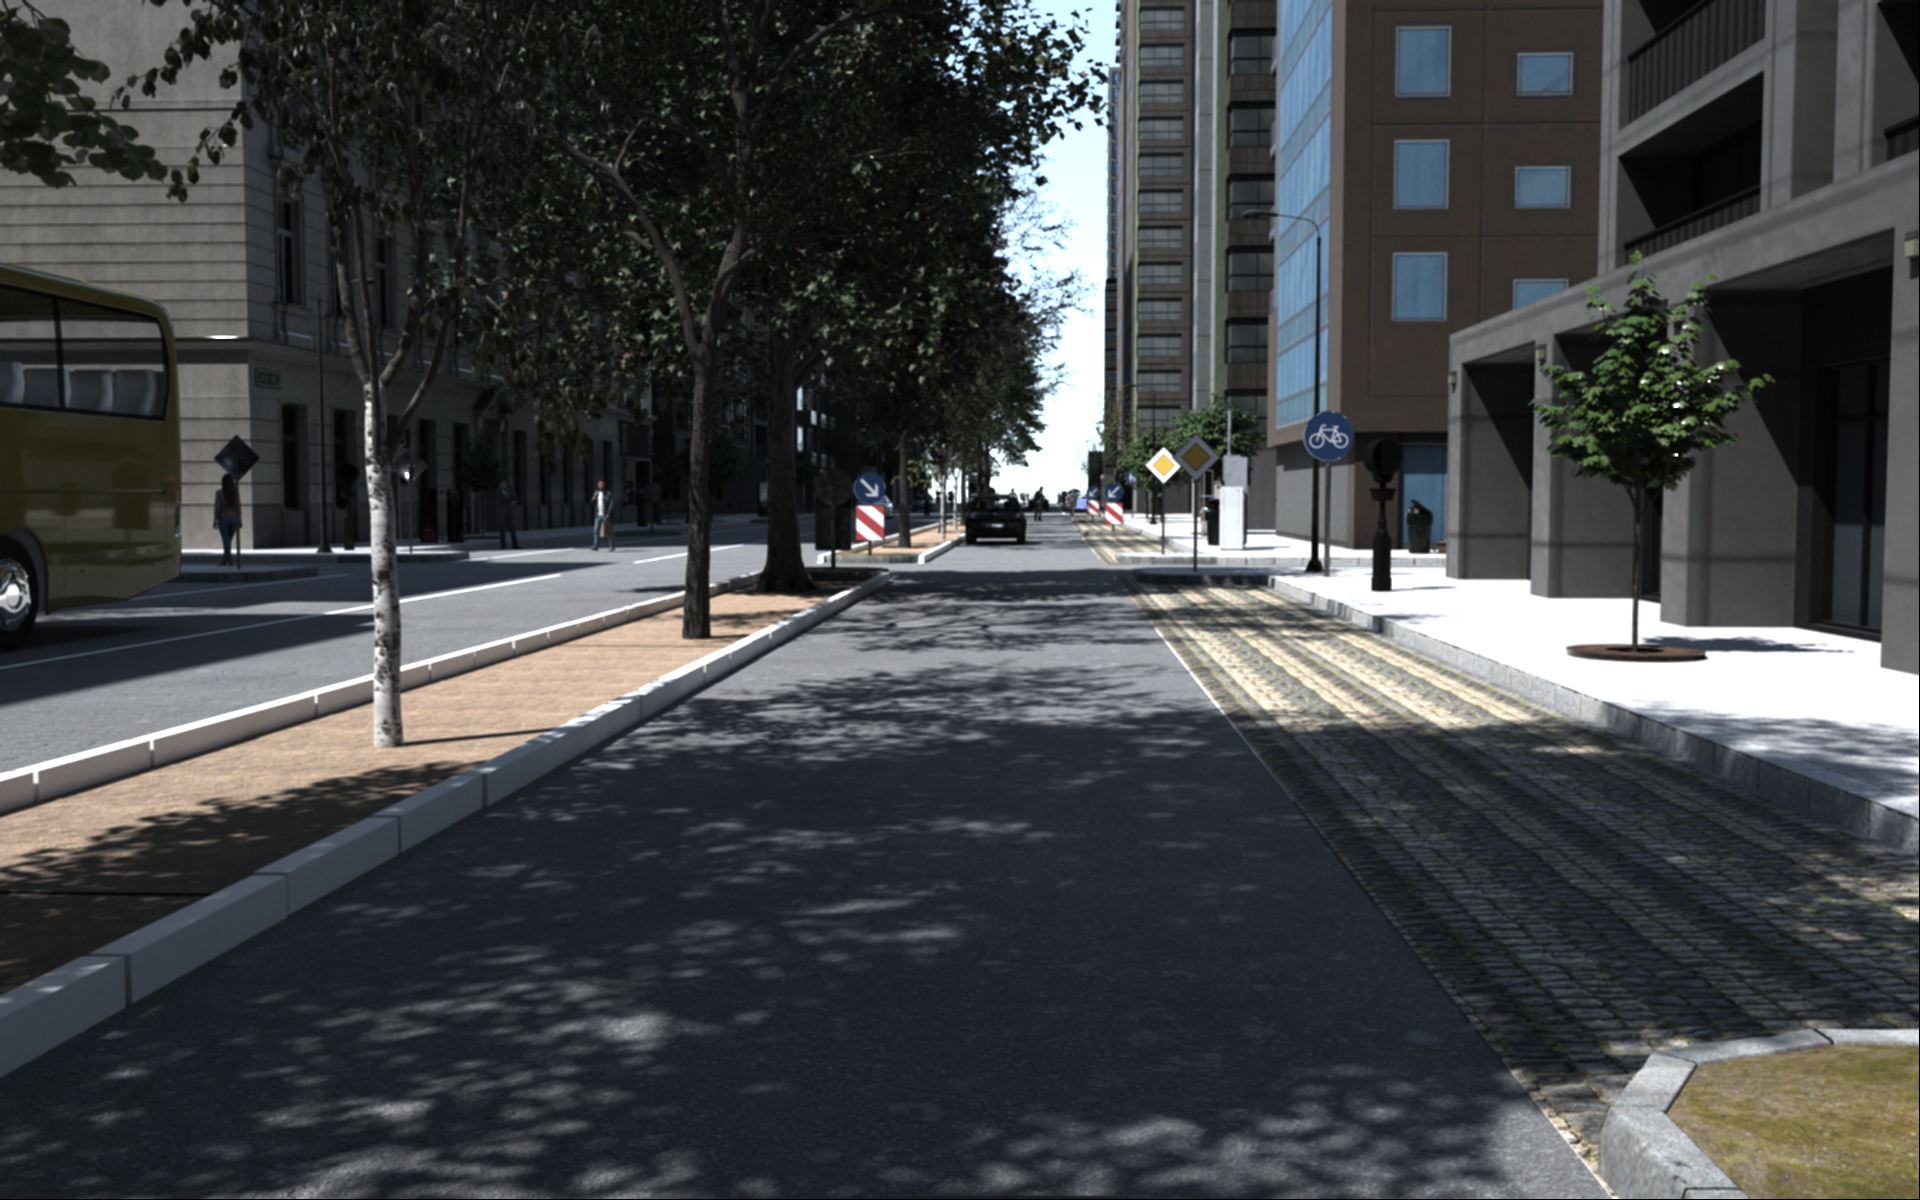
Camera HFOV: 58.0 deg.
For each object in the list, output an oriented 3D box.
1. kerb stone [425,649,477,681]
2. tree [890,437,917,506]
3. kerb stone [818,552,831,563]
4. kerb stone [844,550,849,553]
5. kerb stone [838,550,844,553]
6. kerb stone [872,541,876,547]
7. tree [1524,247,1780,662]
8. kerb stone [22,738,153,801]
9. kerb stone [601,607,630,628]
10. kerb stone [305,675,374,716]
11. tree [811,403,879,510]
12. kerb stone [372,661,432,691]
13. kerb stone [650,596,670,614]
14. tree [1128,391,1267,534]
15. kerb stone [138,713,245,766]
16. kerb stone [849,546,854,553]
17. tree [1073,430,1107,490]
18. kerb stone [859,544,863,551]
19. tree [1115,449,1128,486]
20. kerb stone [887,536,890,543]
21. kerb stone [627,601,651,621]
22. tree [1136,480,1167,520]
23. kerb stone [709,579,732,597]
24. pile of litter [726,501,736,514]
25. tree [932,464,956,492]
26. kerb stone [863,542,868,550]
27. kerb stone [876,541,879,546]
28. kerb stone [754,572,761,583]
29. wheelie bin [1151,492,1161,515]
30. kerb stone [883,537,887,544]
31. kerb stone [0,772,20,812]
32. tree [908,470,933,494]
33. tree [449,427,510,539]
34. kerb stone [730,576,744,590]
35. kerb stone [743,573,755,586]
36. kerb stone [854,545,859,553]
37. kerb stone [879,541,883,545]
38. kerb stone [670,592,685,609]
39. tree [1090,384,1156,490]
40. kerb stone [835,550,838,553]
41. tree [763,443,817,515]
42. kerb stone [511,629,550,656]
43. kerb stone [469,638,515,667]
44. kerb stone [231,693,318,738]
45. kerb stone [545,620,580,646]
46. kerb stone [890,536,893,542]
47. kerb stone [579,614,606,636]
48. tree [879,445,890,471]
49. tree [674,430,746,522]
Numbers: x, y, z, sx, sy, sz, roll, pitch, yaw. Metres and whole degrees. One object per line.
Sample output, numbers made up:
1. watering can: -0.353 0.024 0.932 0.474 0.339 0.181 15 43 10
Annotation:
1. kerb stone: -4.051 0.523 13.646 0.120 0.150 1.000 0 4 3
2. tree: -6.548 -14.351 184.993 4.360 8.622 3.978 0 3 0
3. kerb stone: -2.881 -0.889 36.734 0.120 0.150 1.000 0 4 3
4. kerb stone: -2.722 -1.073 39.805 0.120 0.150 1.000 0 4 3
5. kerb stone: -2.773 -1.011 38.780 0.120 0.150 1.000 0 4 3
6. kerb stone: -2.415 -1.451 45.951 0.120 0.150 1.000 0 4 3
7. tree: 5.343 -1.172 13.760 1.663 3.219 1.824 0 3 0
8. kerb stone: -4.304 0.836 8.526 0.120 0.150 1.000 0 4 3
9. kerb stone: -3.788 0.209 18.783 0.120 0.150 1.000 0 4 3
10. kerb stone: -4.151 0.648 11.599 0.120 0.150 1.000 0 4 3
11. tree: -9.081 -11.051 131.039 4.360 8.622 3.978 0 3 0
12. kerb stone: -4.107 0.586 12.622 0.120 0.150 1.000 0 4 3
13. kerb stone: -3.688 0.085 20.836 0.120 0.150 1.000 0 4 3
14. tree: 8.200 -4.392 55.516 4.285 4.588 4.351 0 3 0
15. kerb stone: -4.247 0.773 9.552 0.120 0.150 1.000 0 4 3
16. kerb stone: -2.678 -1.139 40.826 0.120 0.150 1.000 0 4 3
17. tree: 15.204 -15.201 198.894 4.360 8.622 3.978 0 3 0
18. kerb stone: -2.573 -1.265 42.876 0.120 0.150 1.000 0 4 3
19. tree: 9.185 -5.795 78.458 4.285 4.588 4.351 0 3 0
20. kerb stone: -2.201 -1.704 50.059 0.120 0.150 1.000 0 4 3
21. kerb stone: -3.734 0.146 19.810 0.120 0.150 1.000 0 4 3
22. tree: 9.964 -5.652 87.018 1.663 3.219 1.824 0 3 0
23. kerb stone: -3.476 -0.161 24.927 0.120 0.150 1.000 0 4 3
24. pile of litter: -14.881 -5.881 110.112 1.176 0.858 1.719 -2 4 -34
25. tree: -2.568 -18.986 260.783 4.360 8.622 3.978 0 3 0
26. kerb stone: -2.511 -1.327 43.897 0.120 0.150 1.000 0 4 3
27. kerb stone: -2.368 -1.515 46.972 0.120 0.150 1.000 0 4 3
28. kerb stone: -3.333 -0.355 28.007 0.120 0.150 1.000 0 4 3
29. wheelie bin: 12.019 -5.938 104.992 0.980 1.594 0.693 3 5 42
30. kerb stone: -2.256 -1.641 49.032 0.120 0.150 1.000 0 4 3
31. kerb stone: -4.361 0.899 7.499 0.120 0.150 1.000 0 4 3
32. tree: -4.987 -14.090 214.087 4.285 4.588 4.351 0 3 0
33. tree: -13.892 -3.381 49.886 1.663 3.219 1.824 0 3 0
34. kerb stone: -3.425 -0.230 25.961 0.120 0.150 1.000 0 4 3
35. kerb stone: -3.371 -0.293 26.984 0.120 0.150 1.000 0 4 3
36. kerb stone: -2.626 -1.200 41.850 0.120 0.150 1.000 0 4 3
37. kerb stone: -2.317 -1.579 48.009 0.120 0.150 1.000 0 4 3
38. kerb stone: -3.635 0.029 21.857 0.120 0.150 1.000 0 4 3
39. tree: 10.597 -10.076 115.099 4.737 8.622 4.395 0 3 0
40. kerb stone: -2.832 -0.951 37.754 0.120 0.150 1.000 0 4 3
41. tree: -10.505 -7.557 107.269 4.285 4.588 4.351 0 3 0
42. kerb stone: -3.941 0.397 15.702 0.120 0.150 1.000 0 4 3
43. kerb stone: -4.002 0.460 14.667 0.120 0.150 1.000 0 4 3
44. kerb stone: -4.209 0.714 10.574 0.120 0.150 1.000 0 4 3
45. kerb stone: -3.889 0.334 16.736 0.120 0.150 1.000 0 4 3
46. kerb stone: -2.165 -1.767 51.089 0.120 0.150 1.000 0 4 3
47. kerb stone: -3.839 0.274 17.758 0.120 0.150 1.000 0 4 3
48. tree: -8.558 -11.663 141.059 4.360 8.622 3.978 0 3 0
49. tree: -11.719 -5.971 81.336 4.285 4.588 4.351 0 3 0
